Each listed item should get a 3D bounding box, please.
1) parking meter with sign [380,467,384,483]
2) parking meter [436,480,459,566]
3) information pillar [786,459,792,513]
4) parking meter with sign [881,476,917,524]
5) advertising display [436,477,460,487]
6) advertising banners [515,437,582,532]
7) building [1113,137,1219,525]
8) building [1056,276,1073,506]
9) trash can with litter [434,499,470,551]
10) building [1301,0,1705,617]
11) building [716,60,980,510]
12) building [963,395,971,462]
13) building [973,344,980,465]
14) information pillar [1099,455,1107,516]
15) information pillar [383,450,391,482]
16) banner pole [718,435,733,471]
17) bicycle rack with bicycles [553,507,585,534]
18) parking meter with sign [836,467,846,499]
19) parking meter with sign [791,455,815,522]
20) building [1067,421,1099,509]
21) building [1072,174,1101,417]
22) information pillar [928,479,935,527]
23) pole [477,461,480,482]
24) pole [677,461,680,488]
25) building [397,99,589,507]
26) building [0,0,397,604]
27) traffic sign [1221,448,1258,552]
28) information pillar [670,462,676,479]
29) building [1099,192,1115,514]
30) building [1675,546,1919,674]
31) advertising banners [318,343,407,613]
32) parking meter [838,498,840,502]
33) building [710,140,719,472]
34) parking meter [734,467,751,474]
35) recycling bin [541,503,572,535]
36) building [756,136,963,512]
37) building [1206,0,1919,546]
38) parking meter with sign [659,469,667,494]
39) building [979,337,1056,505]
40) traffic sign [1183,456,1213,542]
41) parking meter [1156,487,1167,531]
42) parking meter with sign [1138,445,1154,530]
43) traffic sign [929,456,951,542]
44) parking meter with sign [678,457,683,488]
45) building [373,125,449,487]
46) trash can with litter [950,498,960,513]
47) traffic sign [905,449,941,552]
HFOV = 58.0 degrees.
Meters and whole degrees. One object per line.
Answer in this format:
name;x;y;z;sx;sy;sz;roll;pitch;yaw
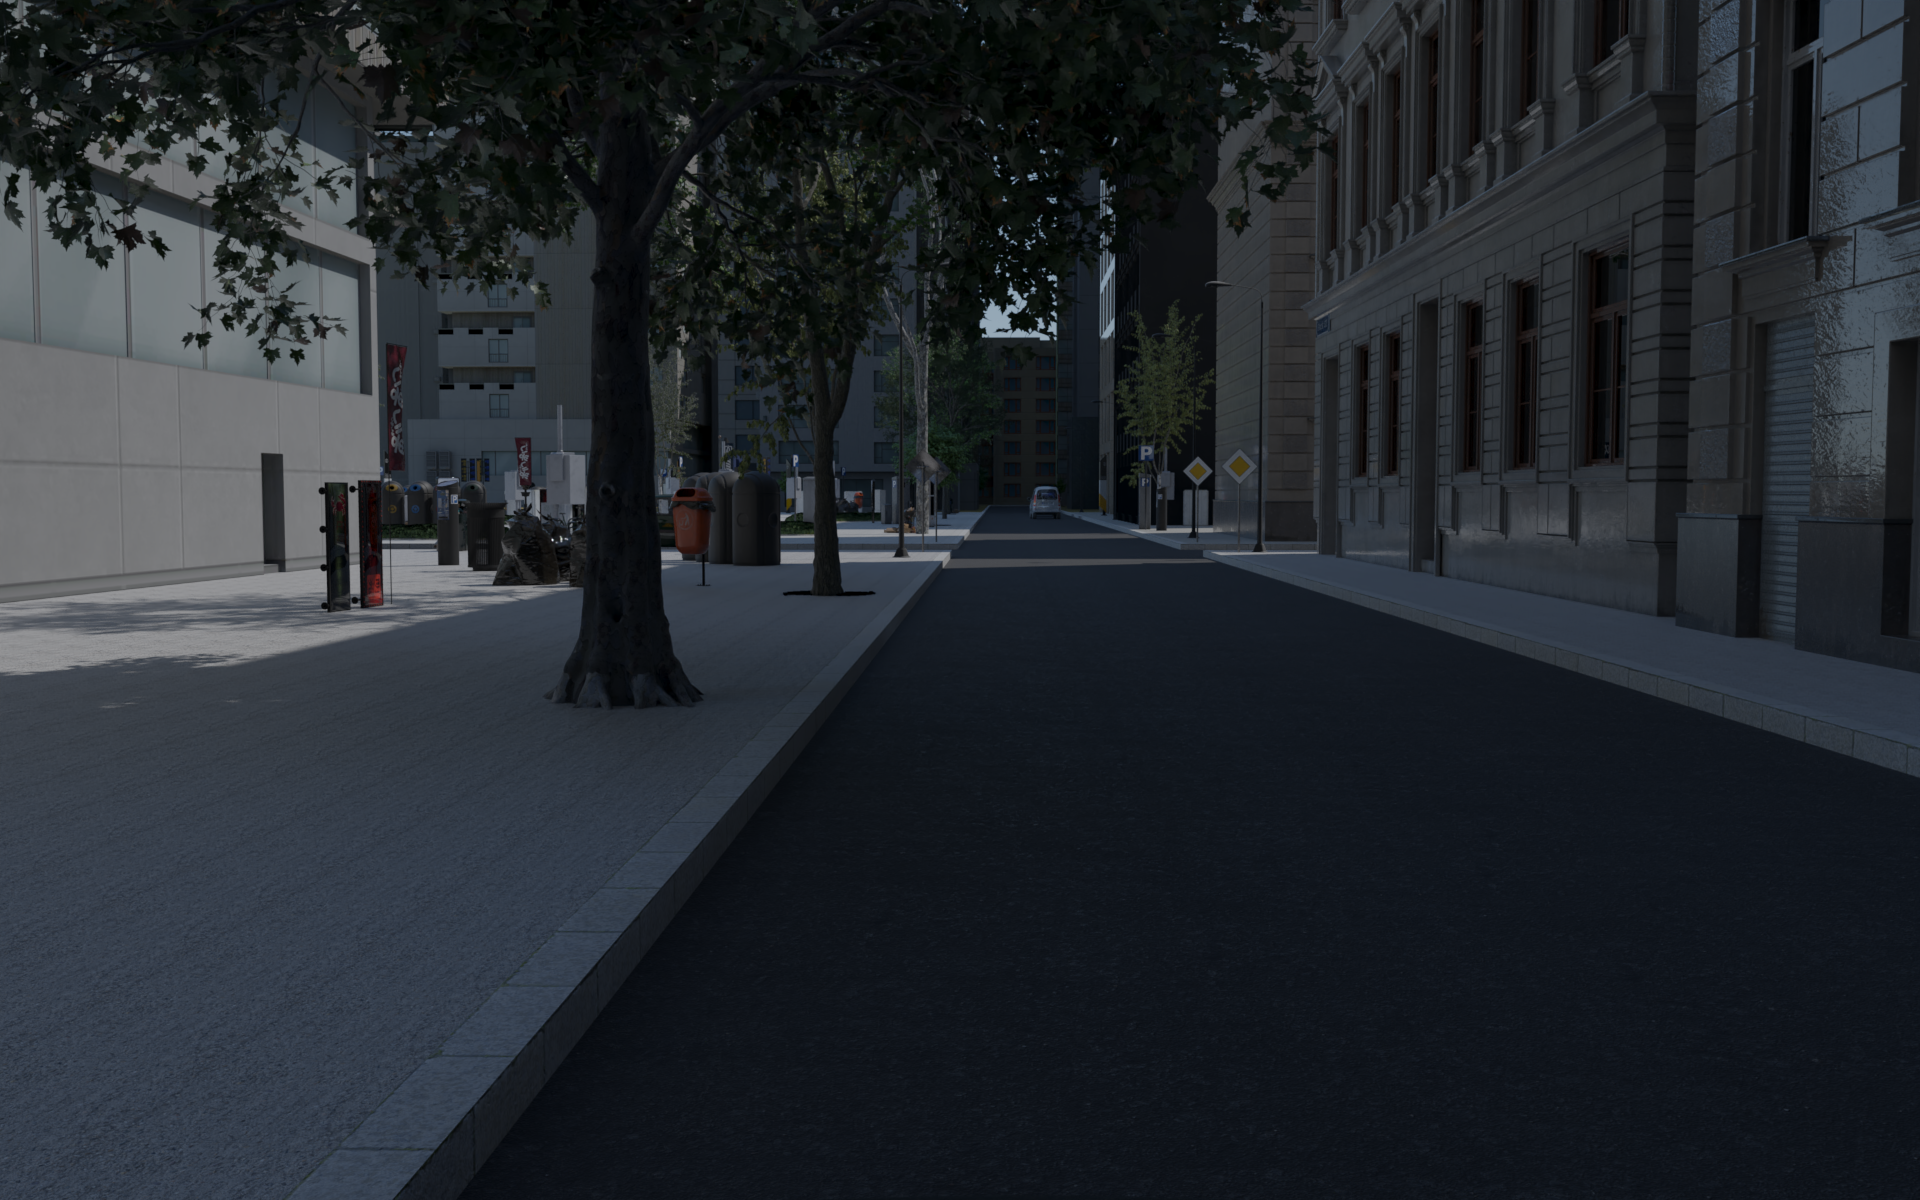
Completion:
parking meter with sign;-36.431;-6.998;110.672;0.543;3.016;1.738;1;4;22
parking meter;-9.221;-1.393;31.191;0.372;1.533;0.369;0;3;0
information pillar;-11.370;-7.569;115.114;0.183;3.616;0.504;-3;5;-42
parking meter with sign;-2.538;-4.746;73.860;1.738;3.016;0.543;-2;4;-34
advertising display;-19.213;-3.659;65.031;0.123;1.923;0.974;3;5;40
advertising banners;-12.695;-3.497;53.371;2.074;3.025;0.090;0;4;6
building;13.634;-15.185;77.947;12.332;23.373;15.834;0;4;1
building;17.487;-30.922;189.170;14.154;41.232;14.086;0;4;1
trash can with litter;-11.475;-1.687;38.972;1.055;1.170;0.624;3;4;38
building;12.461;-11.673;27.014;11.583;22.565;21.152;0;4;1
building;-8.648;-43.232;145.094;20.563;71.187;20.611;0;4;1
building;-6.043;-23.970;163.608;14.160;30.474;14.107;0;4;1
building;-4.976;-33.006;189.751;14.200;45.320;14.600;0;4;1
information pillar;8.526;-6.839;103.167;0.504;3.616;0.183;-2;4;-30
information pillar;-30.636;-6.198;92.696;0.183;3.616;0.504;2;4;25
banner pole;-10.056;-5.145;74.145;0.863;3.779;0.401;-2;4;-30
bicycle rack with bicycles;-10.028;-2.124;48.103;2.925;0.926;2.852;-1;4;-21
parking meter with sign;-8.319;-7.107;112.466;1.738;3.016;0.543;2;4;24
parking meter with sign;-6.526;-4.893;76.254;1.738;3.016;0.543;1;4;22
building;20.362;-50.406;136.817;22.319;86.520;31.000;0;4;1
building;21.441;-38.253;167.436;21.231;58.520;28.212;0;4;1
information pillar;-1.185;-3.819;66.929;0.304;2.012;0.304;3;4;38
pole;-30.023;-6.987;108.076;0.158;3.312;0.155;0;3;0
pole;-17.526;-6.975;107.891;0.158;3.312;0.155;0;3;0
building;-40.433;-36.334;183.300;27.495;52.752;28.713;0;4;1
building;-23.440;-26.371;20.399;27.495;52.752;28.713;0;4;1
traffic sign;6.127;-2.103;38.034;0.795;2.450;0.064;0;4;1
information pillar;-20.241;-7.992;122.027;0.504;3.616;0.183;1;4;10
building;18.951;-18.275;103.315;19.350;26.468;34.151;0;4;1
building;12.310;-12.631;3.782;12.463;27.353;25.104;0;4;1
advertising banners;-6.686;-1.429;19.558;0.090;3.025;2.074;1;4;8
parking meter;-8.405;-6.886;118.292;0.399;1.863;0.255;-1;4;-13
building;-19.470;-31.026;190.866;14.086;41.232;14.154;0;4;1
parking meter;-4.680;-1.952;37.619;0.399;1.863;0.255;-2;4;-30
recycling bin;-11.805;-2.334;50.722;0.722;1.027;0.722;0;4;5
building;-7.199;-21.833;128.676;14.160;30.474;14.107;0;4;1
building;20.477;-15.536;51.284;25.104;27.353;12.463;0;4;1
parking meter with sign;-19.972;-7.461;118.246;0.543;3.016;1.738;-2;4;-30
building;-1.186;-22.848;218.605;28.899;21.520;27.650;0;4;1
traffic sign;6.312;-2.592;46.017;0.795;2.450;0.064;0;4;1
parking meter;7.045;-3.187;60.516;0.372;1.533;0.369;0;3;0
parking meter with sign;6.739;-4.078;62.943;0.543;3.016;1.738;0;4;5
traffic sign;-0.630;-2.603;46.198;0.795;2.450;0.064;0;4;1
parking meter with sign;-12.197;-5.158;80.600;1.738;3.016;0.543;0;4;5
building;-62.048;-31.079;191.731;14.086;41.232;14.154;0;4;1
trash can with litter;-0.564;-6.332;114.915;1.055;1.170;0.624;-2;4;-29
traffic sign;-0.815;-2.115;38.215;0.795;2.450;0.064;0;4;1
